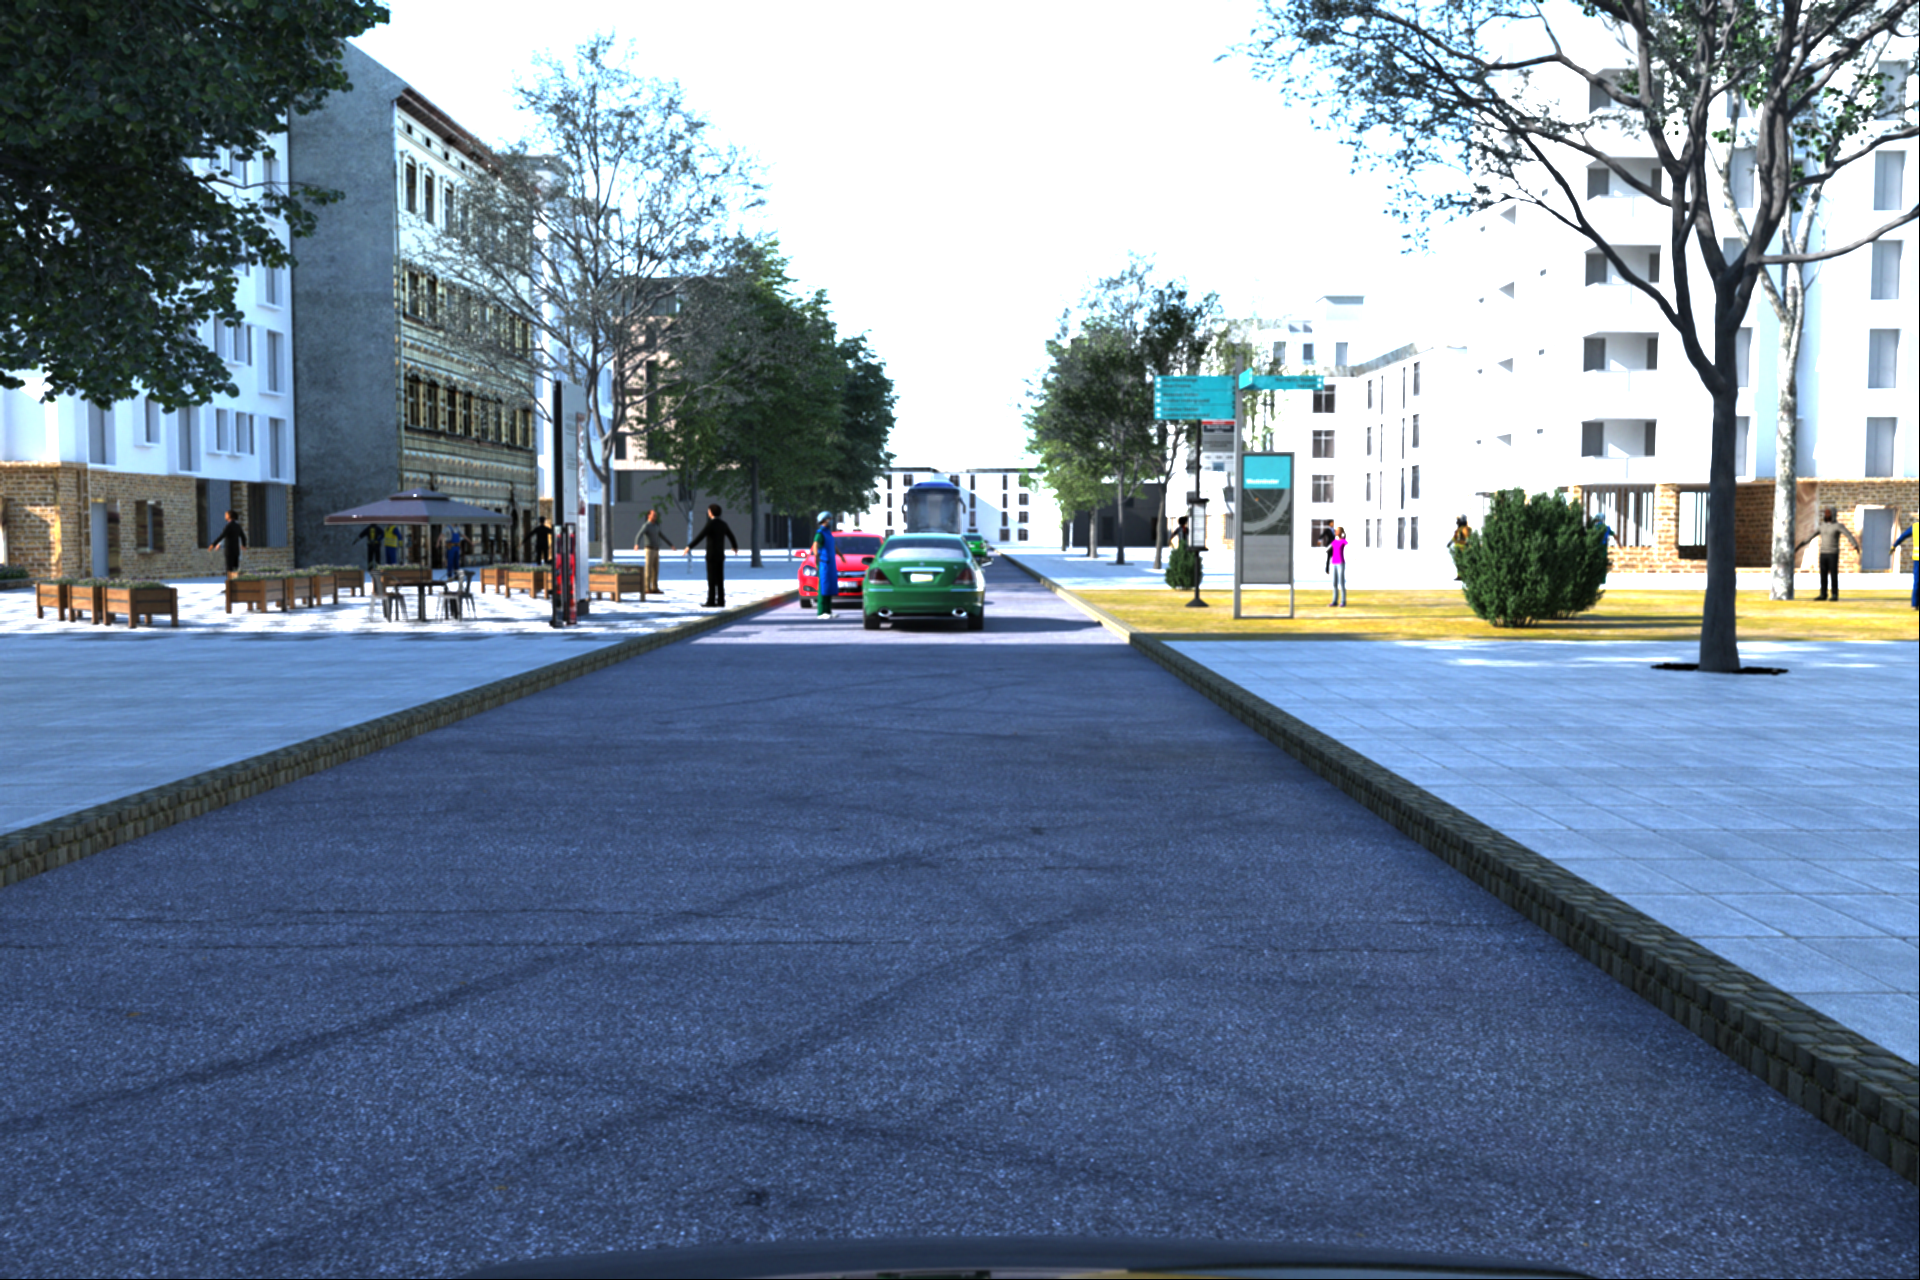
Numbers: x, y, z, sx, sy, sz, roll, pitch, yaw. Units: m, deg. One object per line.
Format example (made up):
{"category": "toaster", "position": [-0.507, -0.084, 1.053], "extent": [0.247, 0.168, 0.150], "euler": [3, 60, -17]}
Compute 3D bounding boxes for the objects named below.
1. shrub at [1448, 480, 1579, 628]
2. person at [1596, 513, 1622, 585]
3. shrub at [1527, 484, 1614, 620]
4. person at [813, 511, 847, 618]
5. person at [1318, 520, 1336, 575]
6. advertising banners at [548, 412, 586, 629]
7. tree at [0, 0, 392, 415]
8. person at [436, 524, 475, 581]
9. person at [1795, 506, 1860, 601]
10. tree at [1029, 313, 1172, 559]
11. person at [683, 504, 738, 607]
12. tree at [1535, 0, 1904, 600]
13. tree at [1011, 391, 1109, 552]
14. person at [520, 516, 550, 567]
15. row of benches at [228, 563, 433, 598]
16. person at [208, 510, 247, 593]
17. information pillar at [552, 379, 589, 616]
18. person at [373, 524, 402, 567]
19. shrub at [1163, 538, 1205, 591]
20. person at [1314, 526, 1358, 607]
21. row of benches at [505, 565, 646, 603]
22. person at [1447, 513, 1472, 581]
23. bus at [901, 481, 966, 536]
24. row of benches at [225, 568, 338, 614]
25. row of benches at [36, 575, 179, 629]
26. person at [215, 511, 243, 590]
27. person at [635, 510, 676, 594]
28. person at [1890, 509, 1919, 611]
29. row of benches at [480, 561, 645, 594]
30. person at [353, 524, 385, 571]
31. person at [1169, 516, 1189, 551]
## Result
{"category": "shrub", "position": [7.621, -1.188, 23.840], "extent": [1.690, 2.028, 1.600], "euler": [0, 3, 0]}
{"category": "person", "position": [16.178, -2.308, 43.867], "extent": [1.347, 1.817, 0.704], "euler": [-1, 4, -9]}
{"category": "shrub", "position": [8.907, -1.319, 25.993], "extent": [1.690, 2.028, 1.600], "euler": [0, 3, 0]}
{"category": "person", "position": [-2.261, -1.284, 29.575], "extent": [0.704, 1.817, 1.347], "euler": [1, 4, 16]}
{"category": "person", "position": [11.784, -2.936, 54.717], "extent": [1.216, 1.740, 0.721], "euler": [-2, 4, -28]}
{"category": "advertising banners", "position": [-5.492, -1.723, 24.357], "extent": [0.090, 3.025, 2.074], "euler": [0, 4, 1]}
{"category": "tree", "position": [-8.967, -6.530, 13.426], "extent": [9.857, 13.997, 8.962], "euler": [0, 3, 0]}
{"category": "person", "position": [-13.889, -2.549, 47.535], "extent": [0.705, 1.847, 1.347], "euler": [2, 4, 31]}
{"category": "person", "position": [16.655, -1.656, 33.211], "extent": [0.705, 1.813, 1.348], "euler": [-2, 4, -29]}
{"category": "tree", "position": [7.119, -10.436, 88.758], "extent": [7.486, 12.596, 7.792], "euler": [0, 3, 0]}
{"category": "person", "position": [-4.321, -1.481, 30.401], "extent": [0.705, 1.806, 1.347], "euler": [2, 4, 35]}
{"category": "tree", "position": [14.749, -10.888, 33.906], "extent": [12.611, 20.169, 13.585], "euler": [0, 3, 0]}
{"category": "tree", "position": [7.545, -12.167, 124.684], "extent": [9.928, 11.665, 9.643], "euler": [0, 3, 0]}
{"category": "person", "position": [-13.156, -2.975, 54.570], "extent": [1.347, 1.837, 0.705], "euler": [-1, 4, -15]}
{"category": "row of benches", "position": [-12.752, -1.224, 35.483], "extent": [4.104, 0.672, 1.422], "euler": [-3, 4, -38]}
{"category": "person", "position": [-15.991, -1.942, 37.972], "extent": [0.704, 1.802, 1.346], "euler": [1, 4, 9]}
{"category": "information pillar", "position": [-6.098, -2.192, 27.158], "extent": [0.184, 3.620, 1.656], "euler": [0, 4, 0]}
{"category": "person", "position": [-16.931, -2.780, 51.415], "extent": [1.349, 1.833, 0.705], "euler": [3, 4, 37]}
{"category": "shrub", "position": [5.064, -1.715, 39.159], "extent": [1.383, 1.207, 1.383], "euler": [0, 3, 0]}
{"category": "person", "position": [6.637, -1.300, 30.525], "extent": [0.599, 1.433, 0.991], "euler": [-2, 4, -35]}
{"category": "row of benches", "position": [-7.607, -1.122, 33.814], "extent": [4.104, 0.672, 1.422], "euler": [3, 5, 44]}
{"category": "person", "position": [13.634, -2.534, 47.197], "extent": [0.705, 1.858, 1.354], "euler": [0, 4, -7]}
{"category": "bus", "position": [-1.191, -5.606, 83.202], "extent": [2.896, 3.916, 12.251], "euler": [0, 4, 0]}
{"category": "row of benches", "position": [-11.595, -0.870, 29.684], "extent": [1.422, 0.672, 4.104], "euler": [0, 4, -3]}
{"category": "row of benches", "position": [-12.332, -0.583, 24.996], "extent": [1.422, 0.672, 4.104], "euler": [-3, 5, -44]}
{"category": "person", "position": [-16.729, -2.057, 39.813], "extent": [0.705, 1.806, 1.347], "euler": [0, 4, 0]}
{"category": "person", "position": [-6.553, -1.878, 36.979], "extent": [0.705, 1.796, 1.348], "euler": [2, 4, 28]}
{"category": "person", "position": [16.208, -1.381, 29.038], "extent": [0.721, 1.772, 1.216], "euler": [-3, 4, -38]}
{"category": "row of benches", "position": [-8.867, -1.414, 38.577], "extent": [1.422, 0.672, 4.104], "euler": [3, 5, 42]}
{"category": "person", "position": [-18.781, -3.042, 55.514], "extent": [1.354, 1.856, 0.705], "euler": [0, 4, -8]}
{"category": "person", "position": [6.771, -2.829, 52.394], "extent": [0.704, 1.843, 1.345], "euler": [-3, 5, -40]}
